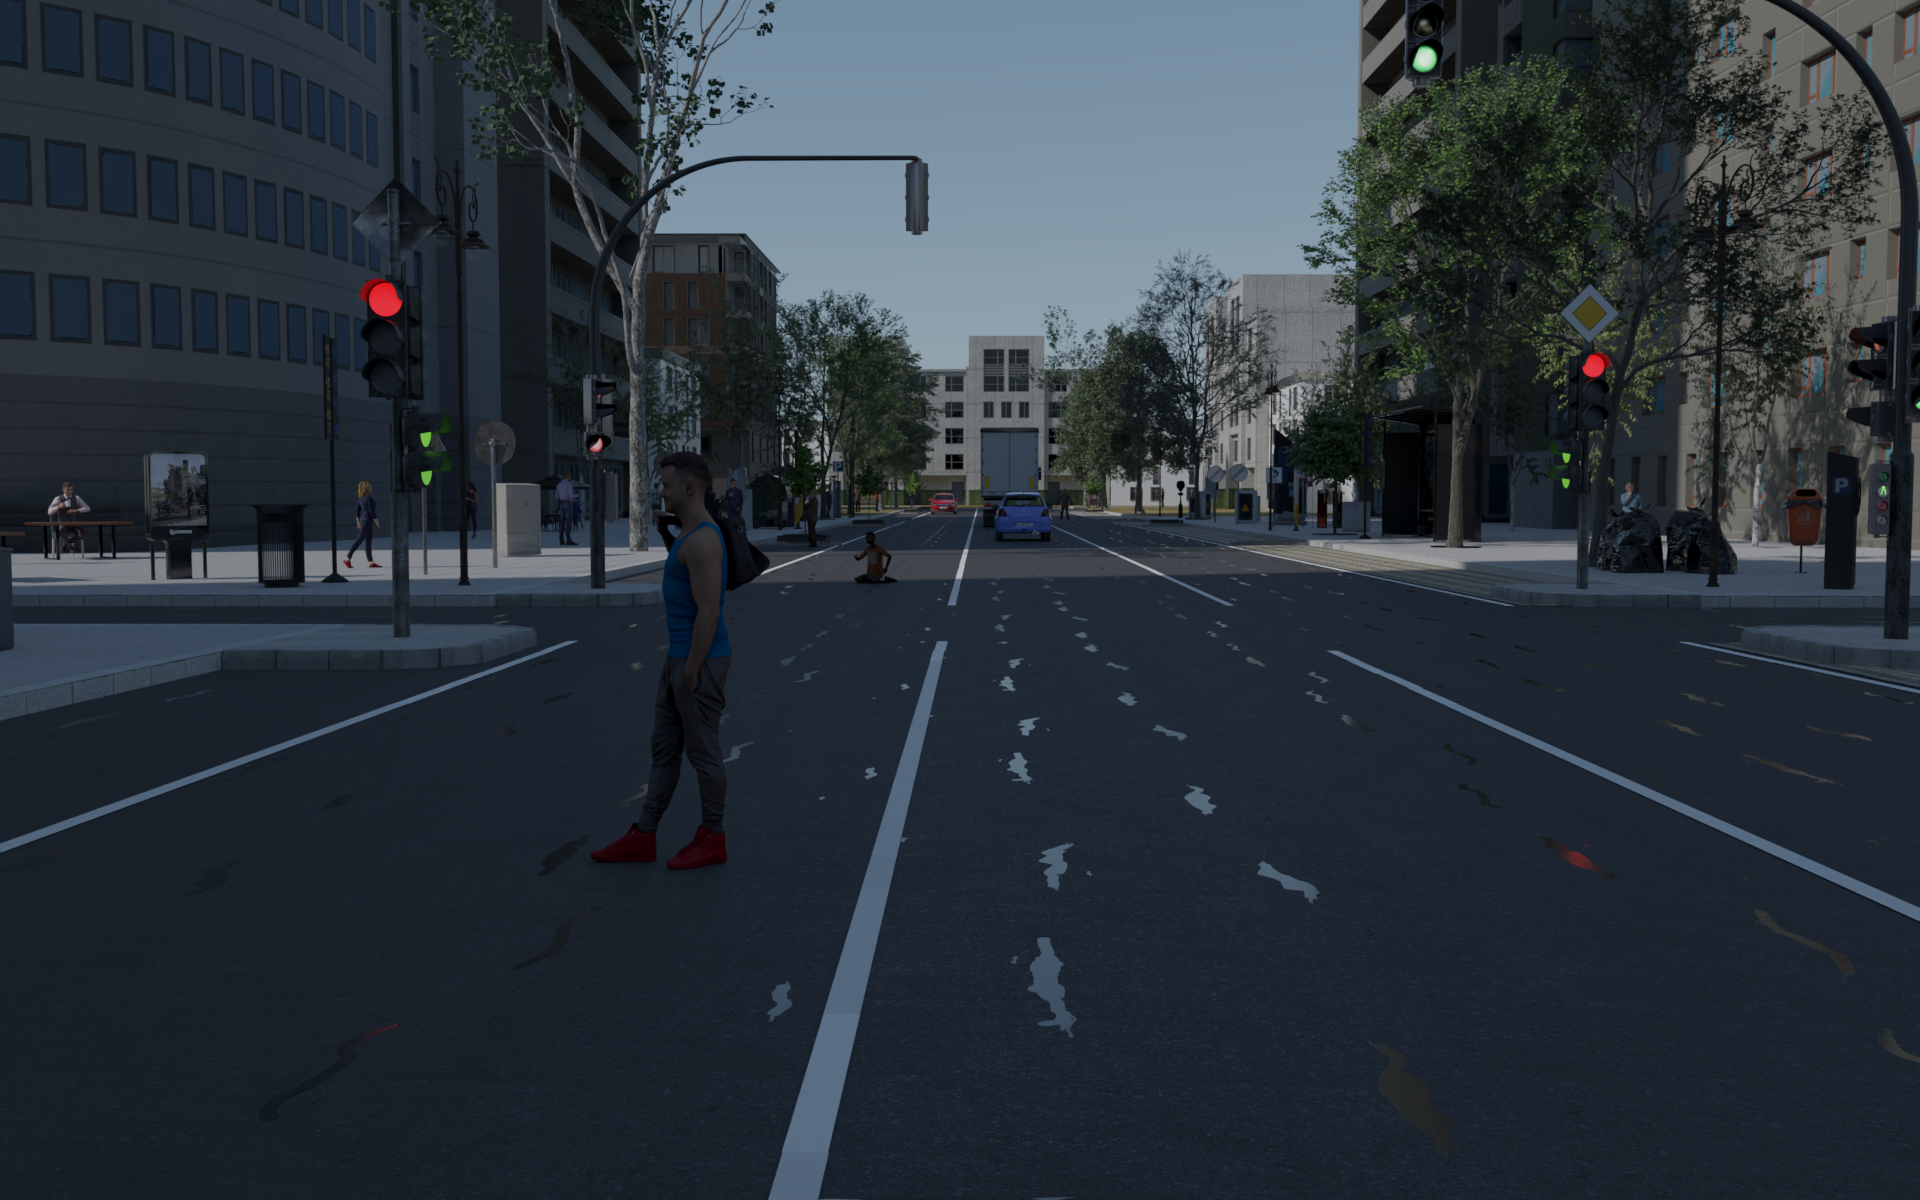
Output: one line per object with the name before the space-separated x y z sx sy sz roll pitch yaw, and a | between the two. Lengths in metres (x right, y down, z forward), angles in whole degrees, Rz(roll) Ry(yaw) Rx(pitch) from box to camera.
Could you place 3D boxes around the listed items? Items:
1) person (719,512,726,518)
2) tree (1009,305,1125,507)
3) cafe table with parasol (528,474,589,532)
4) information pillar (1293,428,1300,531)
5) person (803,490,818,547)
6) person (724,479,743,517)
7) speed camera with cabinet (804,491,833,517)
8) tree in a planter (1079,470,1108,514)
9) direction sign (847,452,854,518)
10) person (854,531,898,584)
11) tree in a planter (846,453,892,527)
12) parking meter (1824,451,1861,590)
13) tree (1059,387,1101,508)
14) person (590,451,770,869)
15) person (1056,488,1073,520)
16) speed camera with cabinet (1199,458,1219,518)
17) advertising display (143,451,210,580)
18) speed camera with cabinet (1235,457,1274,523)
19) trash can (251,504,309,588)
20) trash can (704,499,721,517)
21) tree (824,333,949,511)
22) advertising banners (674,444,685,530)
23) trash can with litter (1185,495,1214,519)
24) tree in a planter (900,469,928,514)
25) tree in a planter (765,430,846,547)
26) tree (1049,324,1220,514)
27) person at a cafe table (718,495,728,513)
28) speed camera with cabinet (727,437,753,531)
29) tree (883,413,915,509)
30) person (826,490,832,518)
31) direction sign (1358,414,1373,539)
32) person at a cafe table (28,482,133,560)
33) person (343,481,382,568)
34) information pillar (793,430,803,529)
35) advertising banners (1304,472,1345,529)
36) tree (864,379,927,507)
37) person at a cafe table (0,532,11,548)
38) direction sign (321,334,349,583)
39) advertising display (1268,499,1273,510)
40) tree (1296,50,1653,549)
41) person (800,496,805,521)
person | -12.804 -4.743 91.880 0.859 0.850 0.655 -1 4 -12
tree | 11.350 -19.522 175.078 12.611 20.169 13.585 0 3 0
cafe table with parasol | -13.888 -3.354 59.705 2.610 1.966 2.610 -1 4 -13
information pillar | 11.736 -4.224 60.417 0.183 3.616 0.504 0 4 1
person | -4.030 -2.203 46.796 0.388 1.546 0.482 1 4 12
person | -6.374 -2.559 48.794 0.541 1.710 0.530 1 4 16
speed camera with cabinet | -7.851 -6.175 95.294 2.038 3.252 0.660 3 5 42
tree in a planter | 9.652 -7.822 125.104 1.991 3.239 1.994 0 4 1
direction sign | -5.904 -6.213 93.573 0.379 3.537 0.876 -1 4 -12
person | -1.439 -0.672 27.775 0.859 0.850 0.655 3 4 38
tree in a planter | -3.976 -4.793 75.583 1.991 3.239 1.994 0 4 1
parking meter | 11.896 -1.078 23.336 0.399 1.863 0.255 2 4 35
tree | 12.876 -14.397 161.153 9.928 11.665 9.643 0 3 0
person | -1.089 0.222 6.740 0.662 1.594 0.647 -2 4 -27
person | 5.837 -5.360 96.690 0.990 1.755 0.434 1 4 18
speed camera with cabinet | 13.317 -6.051 93.264 0.660 3.252 2.038 2 4 30
advertising display | -11.796 -1.278 26.116 0.123 1.923 0.974 2 4 34
speed camera with cabinet | 13.136 -5.007 76.200 2.038 3.252 0.660 1 4 10
trash can | -9.356 -0.747 23.864 0.748 1.137 0.748 0 3 0
trash can | -7.436 -2.423 51.274 0.748 1.137 0.748 0 3 0
tree | -6.044 -13.920 134.239 9.857 13.997 8.962 0 3 0
advertising banners | -10.026 -4.027 62.028 0.090 3.025 2.074 -1 4 -19
trash can with litter | 12.391 -4.762 88.911 2.233 1.210 1.678 -2 4 -34
tree in a planter | -3.363 -7.857 125.686 1.991 3.239 1.994 0 4 1
tree in a planter | -4.311 -3.112 48.102 1.991 3.239 1.994 0 4 1
tree | 11.942 -12.082 114.546 9.611 12.733 9.660 0 3 0
person at a cafe table | -11.629 -4.310 81.328 1.726 1.238 1.698 -1 4 -10
speed camera with cabinet | -7.680 -4.039 60.376 0.660 3.252 2.038 0 4 2
tree | -5.513 -11.923 145.299 4.360 8.622 3.978 0 3 0
person | -6.887 -5.149 91.148 0.530 1.710 0.541 2 4 30
direction sign | 11.580 -3.513 49.436 0.379 3.537 0.876 0 4 -7
person at a cafe table | -17.594 -1.582 34.380 1.698 1.524 1.622 -3 5 -45
person | -10.368 -1.312 30.041 0.480 1.512 0.613 3 5 40
information pillar | -5.916 -4.411 63.476 0.183 3.616 0.504 1 4 23
advertising banners | 13.644 -4.214 65.085 0.090 3.025 2.074 -2 4 -35
tree | -6.620 -15.390 169.747 7.486 12.596 7.792 0 3 0
person at a cafe table | -14.870 -1.021 25.209 1.698 1.524 1.622 2 4 35
direction sign | -9.084 -2.022 25.065 0.379 3.537 0.876 -1 4 -9
advertising display | 14.724 -4.611 80.597 0.123 1.923 0.974 -2 4 -33
tree | 11.986 -7.045 40.947 9.928 11.665 9.643 0 3 0
person | -7.593 -4.539 81.061 0.742 1.727 0.445 0 4 3
